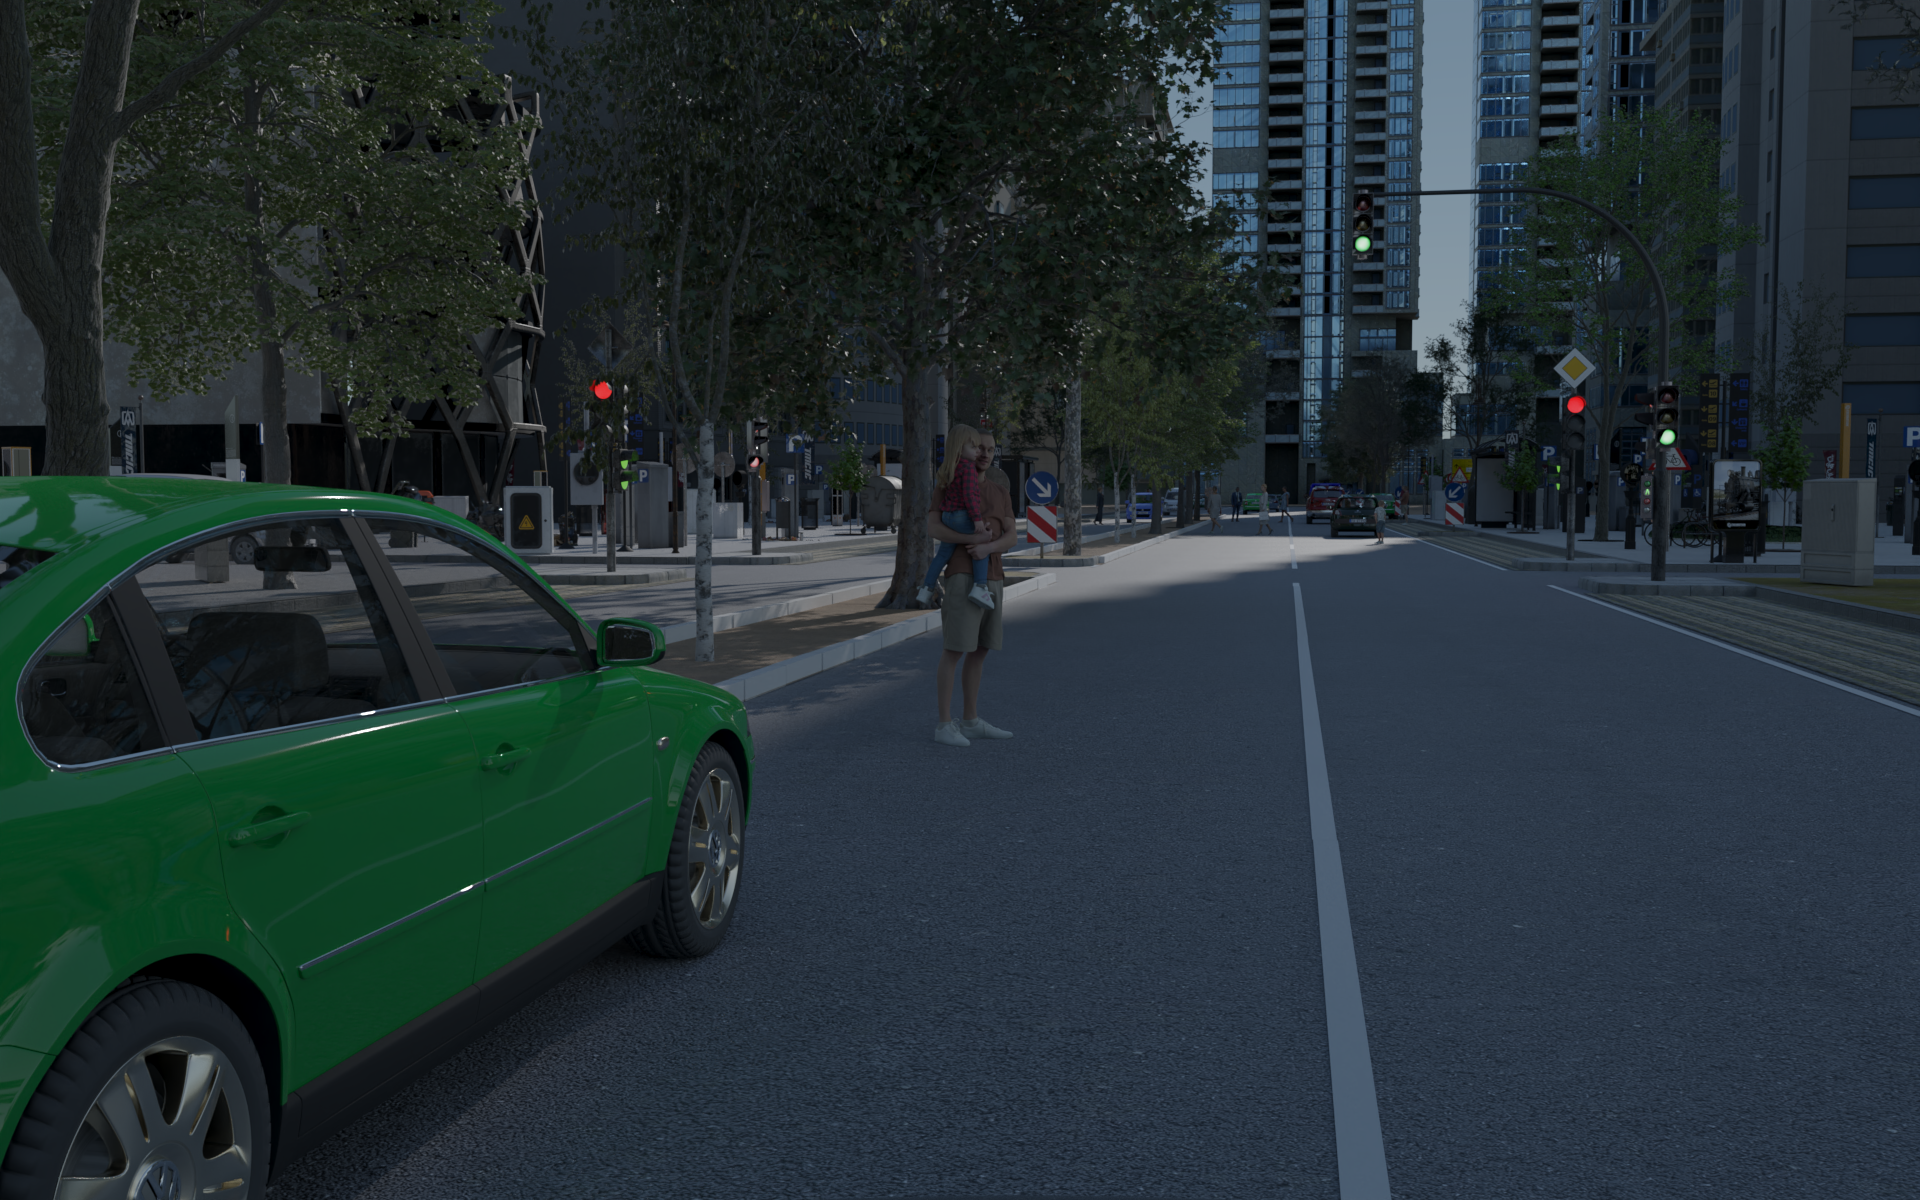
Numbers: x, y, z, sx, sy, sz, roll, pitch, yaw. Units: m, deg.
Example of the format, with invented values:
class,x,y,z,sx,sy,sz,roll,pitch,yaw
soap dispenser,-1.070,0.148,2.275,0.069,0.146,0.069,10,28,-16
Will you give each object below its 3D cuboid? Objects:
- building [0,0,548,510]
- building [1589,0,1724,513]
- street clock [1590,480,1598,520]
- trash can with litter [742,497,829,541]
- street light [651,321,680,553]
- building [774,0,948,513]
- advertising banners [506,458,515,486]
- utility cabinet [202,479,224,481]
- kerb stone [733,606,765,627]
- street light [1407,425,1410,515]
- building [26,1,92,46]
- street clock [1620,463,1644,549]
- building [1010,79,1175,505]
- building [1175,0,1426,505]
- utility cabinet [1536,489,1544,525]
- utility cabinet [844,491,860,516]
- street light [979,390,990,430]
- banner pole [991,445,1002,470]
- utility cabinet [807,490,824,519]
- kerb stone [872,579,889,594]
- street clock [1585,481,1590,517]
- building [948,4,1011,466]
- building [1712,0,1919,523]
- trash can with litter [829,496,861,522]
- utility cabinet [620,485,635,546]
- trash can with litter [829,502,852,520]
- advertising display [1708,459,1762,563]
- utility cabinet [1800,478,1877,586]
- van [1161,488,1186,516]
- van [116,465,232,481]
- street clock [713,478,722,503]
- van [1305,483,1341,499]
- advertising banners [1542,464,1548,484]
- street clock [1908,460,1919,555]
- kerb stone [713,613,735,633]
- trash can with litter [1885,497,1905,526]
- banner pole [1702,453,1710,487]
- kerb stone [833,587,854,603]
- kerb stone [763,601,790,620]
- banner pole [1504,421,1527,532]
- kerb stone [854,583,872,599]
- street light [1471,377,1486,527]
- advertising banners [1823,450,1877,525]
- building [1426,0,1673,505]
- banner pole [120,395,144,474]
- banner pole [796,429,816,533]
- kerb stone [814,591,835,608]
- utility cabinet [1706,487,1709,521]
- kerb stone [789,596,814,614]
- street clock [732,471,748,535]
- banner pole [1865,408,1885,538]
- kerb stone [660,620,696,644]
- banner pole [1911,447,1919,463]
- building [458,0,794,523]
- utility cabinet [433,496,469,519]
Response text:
class,x,y,z,sx,sy,sz,roll,pitch,yaw
building,-23.991,-11.902,62.045,16.820,18.784,16.811,1,4,11
building,61.862,-26.153,119.483,32.217,40.220,23.993,1,4,11
street clock,31.940,-5.022,86.683,0.471,2.002,0.358,2,4,32
trash can with litter,-5.059,-2.243,47.738,2.233,1.210,1.678,3,5,42
street light,-6.156,-3.947,37.315,0.468,5.910,1.993,1,4,11
building,-13.887,-35.841,127.999,21.231,58.520,28.212,1,4,11
advertising banners,-19.081,-4.592,71.272,2.074,3.025,0.090,2,4,28
utility cabinet,-10.976,-1.023,25.398,0.318,1.500,1.173,-2,4,-32
kerb stone,-2.369,0.200,18.920,0.120,0.150,1.000,1,4,11
street light,27.579,-8.177,106.483,0.468,5.910,1.993,1,4,11
building,-53.775,-16.155,68.653,34.151,26.468,19.350,1,4,11
street clock,15.553,-2.176,40.141,0.471,2.002,0.358,0,4,-4
building,14.832,-38.705,222.063,27.495,52.752,28.713,1,4,11
building,42.980,-55.034,212.476,31.000,86.520,22.319,1,4,11
utility cabinet,23.448,-3.735,69.741,1.173,1.500,0.318,3,5,40
utility cabinet,-6.104,-5.440,97.629,0.318,1.500,1.173,-3,4,-38
street light,1.127,-6.289,75.611,0.468,5.910,1.993,1,4,11
banner pole,1.474,-5.339,77.306,0.863,3.779,0.401,1,4,8
utility cabinet,-7.514,-4.972,89.977,0.318,1.500,1.173,2,4,26
kerb stone,-1.230,-0.169,24.955,0.120,0.150,1.000,1,4,11
street clock,35.085,-5.640,96.777,0.471,2.002,0.358,0,4,-6
building,-7.186,-33.131,165.400,21.600,48.544,21.300,1,4,11
building,50.203,-33.353,87.318,21.231,58.520,28.212,1,4,11
trash can with litter,-5.691,-4.218,80.026,1.678,1.210,2.233,-3,4,-38
utility cabinet,-8.266,-2.099,42.990,0.318,1.500,1.173,-1,4,-13
trash can with litter,-5.900,-4.535,85.529,1.055,1.170,0.624,-3,4,-37
advertising display,14.358,-1.645,32.103,0.974,1.923,0.123,0,4,-6
utility cabinet,12.330,-0.959,24.357,0.318,1.500,1.173,-1,4,-9
van,14.530,-6.666,116.007,2.013,2.044,4.112,1,4,11
van,-15.149,-1.713,35.015,4.112,2.044,2.013,1,4,12
street clock,-10.985,-4.515,78.392,0.471,2.002,0.358,1,4,16
van,21.253,-5.900,100.845,2.240,2.365,5.245,1,4,11
advertising banners,35.209,-6.507,102.579,2.074,3.025,0.090,-2,4,-26
street clock,20.149,-1.943,36.333,0.358,2.002,0.471,-1,4,-20
kerb stone,-2.570,0.262,17.918,0.120,0.150,1.000,1,4,11
trash can with litter,37.584,-3.538,69.237,1.055,1.170,0.624,2,4,28
banner pole,33.546,-5.391,78.153,0.863,3.779,0.401,0,4,-2
kerb stone,-1.613,-0.043,22.945,0.120,0.150,1.000,1,4,11
kerb stone,-2.184,0.139,19.925,0.120,0.150,1.000,1,4,11
banner pole,19.109,-4.250,59.498,0.863,3.779,0.401,2,4,28
kerb stone,-1.426,-0.106,23.950,0.120,0.150,1.000,1,4,11
street light,20.371,-5.834,68.173,0.468,5.910,1.993,1,4,11
advertising banners,35.258,-4.432,68.644,2.074,3.025,0.090,1,4,11
building,73.360,-54.656,206.301,31.000,86.520,22.319,1,4,11
banner pole,-20.826,-3.285,43.720,0.401,3.779,0.863,2,4,24
banner pole,-5.107,-4.069,56.552,0.863,3.779,0.401,1,4,16
kerb stone,-1.808,0.024,21.942,0.120,0.150,1.000,1,4,11
utility cabinet,23.735,-2.760,53.808,0.318,1.500,1.173,-1,4,-17
kerb stone,-1.989,0.078,20.928,0.120,0.150,1.000,1,4,11
street clock,-6.824,-3.008,53.749,0.471,2.002,0.358,3,5,42
banner pole,26.640,-3.698,50.483,0.863,3.779,0.401,-2,4,-29
kerb stone,-2.752,0.324,16.896,0.120,0.150,1.000,1,4,11
banner pole,37.198,-4.723,67.233,0.401,3.779,0.863,-1,4,-11
building,-18.192,-17.996,87.734,14.314,27.812,24.014,1,4,11
utility cabinet,-15.684,-2.582,53.378,1.020,1.237,0.306,0,4,5
